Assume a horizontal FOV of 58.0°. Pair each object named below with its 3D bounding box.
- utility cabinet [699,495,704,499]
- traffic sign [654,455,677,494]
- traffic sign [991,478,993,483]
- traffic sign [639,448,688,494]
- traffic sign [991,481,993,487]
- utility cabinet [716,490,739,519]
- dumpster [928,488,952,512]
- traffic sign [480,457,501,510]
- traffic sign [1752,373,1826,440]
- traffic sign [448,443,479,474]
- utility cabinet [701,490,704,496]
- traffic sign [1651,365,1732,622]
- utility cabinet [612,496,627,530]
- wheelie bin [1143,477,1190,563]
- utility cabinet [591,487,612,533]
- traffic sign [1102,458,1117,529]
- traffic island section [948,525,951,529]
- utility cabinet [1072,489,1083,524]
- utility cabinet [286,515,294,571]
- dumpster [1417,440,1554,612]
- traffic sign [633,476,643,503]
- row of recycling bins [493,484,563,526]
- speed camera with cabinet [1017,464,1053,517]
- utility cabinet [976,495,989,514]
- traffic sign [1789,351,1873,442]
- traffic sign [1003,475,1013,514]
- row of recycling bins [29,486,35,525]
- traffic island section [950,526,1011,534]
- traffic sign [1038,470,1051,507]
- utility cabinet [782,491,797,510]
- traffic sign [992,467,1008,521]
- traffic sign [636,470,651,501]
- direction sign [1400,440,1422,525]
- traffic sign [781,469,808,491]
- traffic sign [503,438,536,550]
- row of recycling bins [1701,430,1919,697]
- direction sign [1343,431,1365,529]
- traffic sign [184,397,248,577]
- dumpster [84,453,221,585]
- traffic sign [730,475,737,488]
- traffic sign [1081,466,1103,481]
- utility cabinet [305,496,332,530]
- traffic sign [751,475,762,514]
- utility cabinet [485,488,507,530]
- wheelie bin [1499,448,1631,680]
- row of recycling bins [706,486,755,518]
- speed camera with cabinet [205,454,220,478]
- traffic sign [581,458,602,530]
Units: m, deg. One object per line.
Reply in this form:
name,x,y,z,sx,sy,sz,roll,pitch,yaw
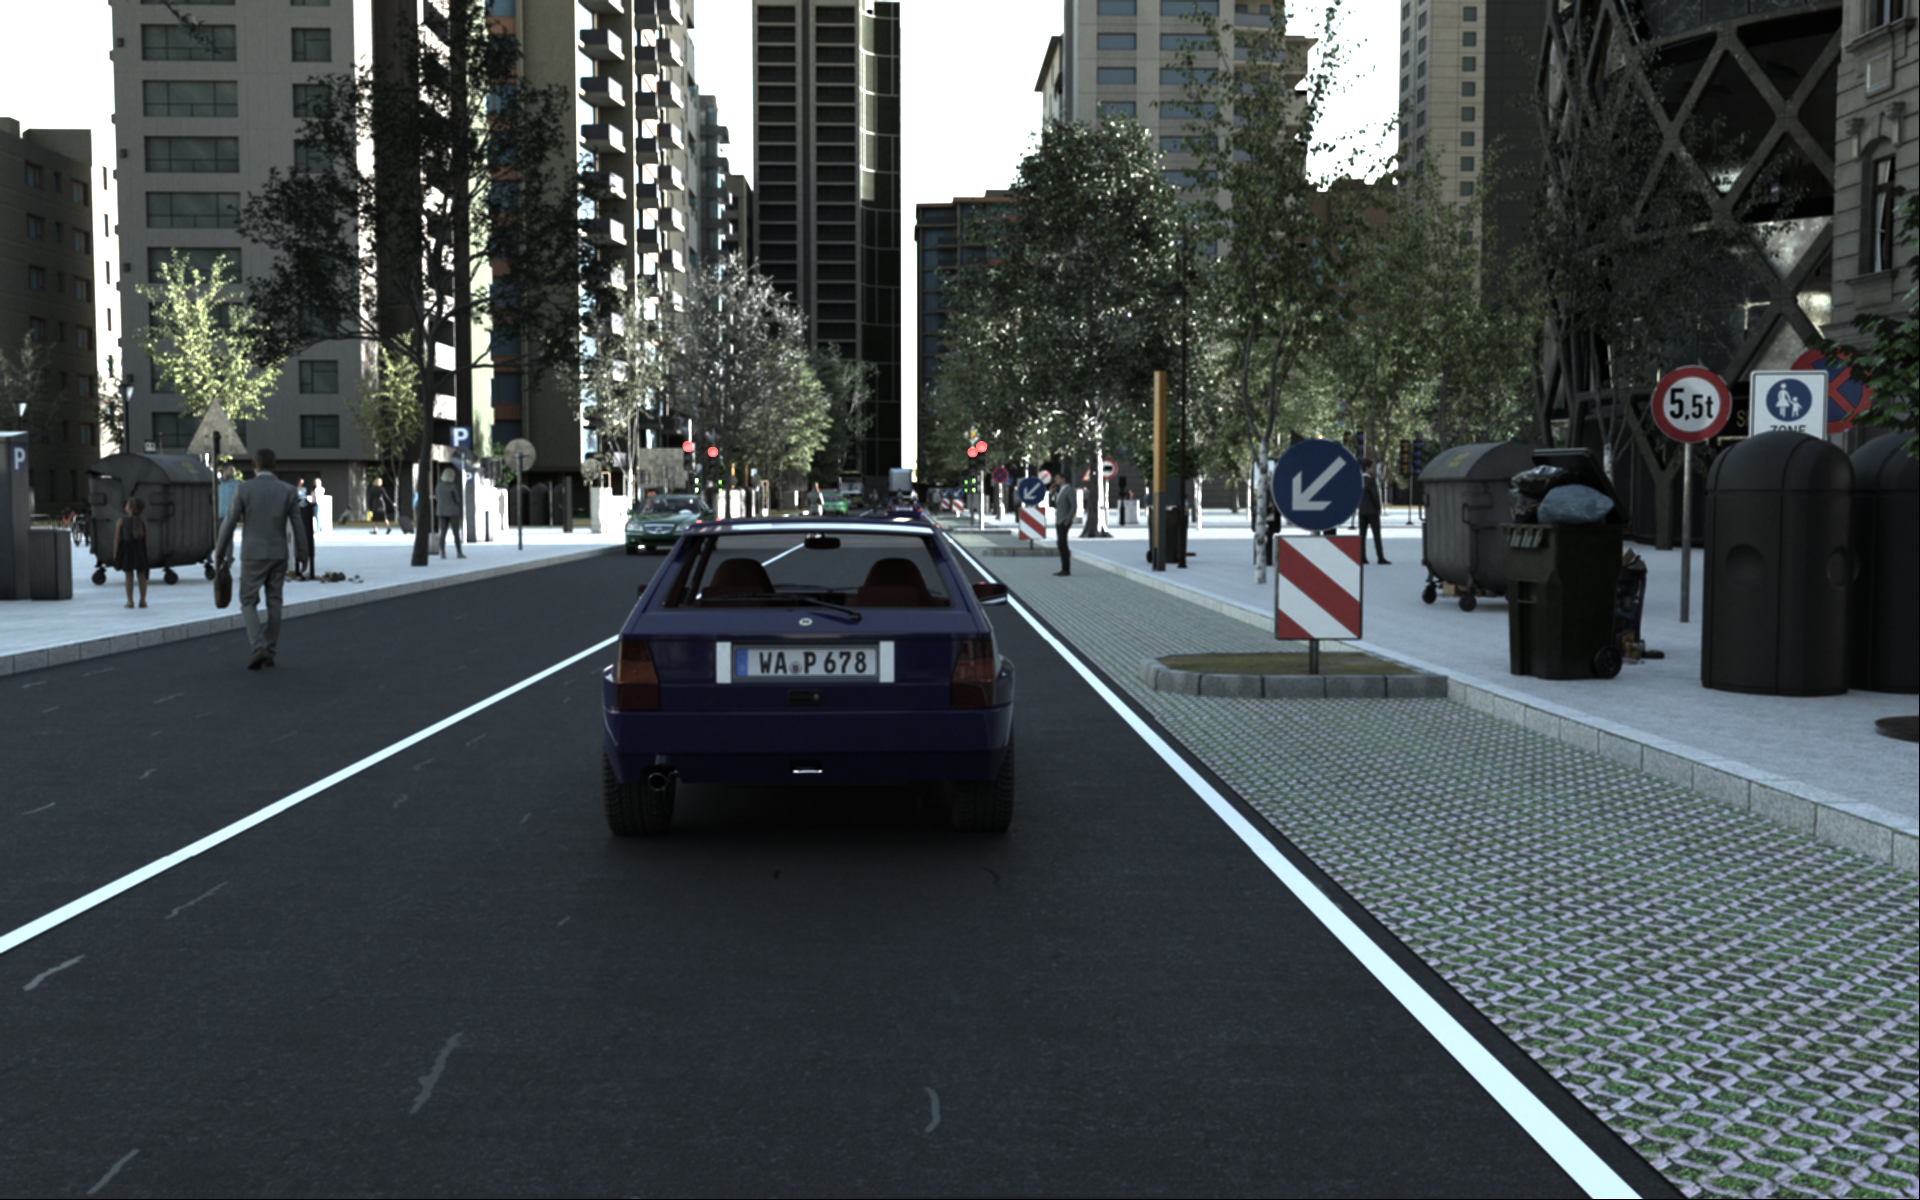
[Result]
utility cabinet,-12.974,-4.638,87.001,0.306,1.237,1.020,0,4,3
traffic sign,-9.708,-3.485,57.082,0.768,2.556,0.104,0,4,5
traffic sign,2.678,-7.845,128.370,0.768,2.556,0.104,0,4,3
traffic sign,-13.025,-5.039,76.262,2.265,3.308,0.079,0,4,4
traffic sign,2.584,-7.739,126.534,0.884,2.594,0.081,0,4,6
utility cabinet,-12.023,-4.957,89.725,1.173,1.500,0.318,-2,4,-32
dumpster,-1.431,-7.136,124.882,1.865,1.857,1.264,0,4,-1
traffic sign,-13.030,-2.811,48.083,0.606,2.300,0.079,0,4,5
traffic sign,6.862,-0.752,14.420,0.606,2.300,0.079,0,4,7
traffic sign,-12.811,-2.750,44.692,0.795,2.593,0.064,0,4,2
utility cabinet,-14.070,-5.460,97.945,1.173,1.500,0.318,2,4,24
traffic sign,7.259,-1.050,17.274,0.768,2.556,0.104,0,4,7
utility cabinet,-12.390,-3.120,62.177,1.020,1.237,0.306,-2,4,-32
wheelie bin,3.865,-1.493,32.316,0.980,1.594,0.693,2,4,29
utility cabinet,-11.728,-2.938,56.722,0.318,1.500,1.173,0,4,8
traffic sign,5.174,-3.738,61.229,0.768,2.556,0.104,0,4,7
traffic island section,0.525,-2.966,70.776,2.009,0.180,2.903,0,4,-2
utility cabinet,4.697,-3.922,72.811,0.318,1.500,1.173,-2,4,-30
utility cabinet,-11.315,-1.076,28.758,0.306,1.237,1.020,-1,4,-9
dumpster,6.021,-0.842,19.524,1.264,1.857,1.865,0,4,-2
traffic sign,-14.028,-4.688,76.648,0.884,2.594,0.081,0,4,4
row of recycling bins,-17.525,-3.894,70.785,3.534,1.692,1.069,1,4,12
speed camera with cabinet,4.195,-6.248,96.497,2.038,3.252,0.660,-2,4,-28
utility cabinet,1.497,-6.263,113.559,0.306,1.237,1.020,-3,5,-39
traffic sign,7.400,-0.901,14.834,0.768,2.556,0.104,0,4,3
traffic sign,3.108,-6.951,113.746,0.768,2.556,0.104,0,4,5
row of recycling bins,-38.804,-3.898,70.839,1.069,1.692,3.534,0,4,-8
traffic island section,0.783,-2.478,62.795,2.009,0.180,2.903,0,4,-2
traffic sign,4.489,-5.652,92.508,0.768,2.556,0.104,0,4,7
utility cabinet,-13.627,-7.948,138.629,1.173,1.500,0.318,1,4,20
traffic sign,1.879,-4.951,81.060,0.768,2.556,0.104,0,4,7
traffic sign,-13.545,-4.407,74.182,0.606,2.300,0.079,0,4,-1
direction sign,18.828,-4.917,72.386,0.876,3.537,0.379,1,4,11
traffic sign,-13.569,-9.030,141.509,2.265,3.308,0.079,0,4,1
traffic sign,-10.082,-2.418,39.643,0.768,2.556,0.104,0,4,6
row of recycling bins,6.686,-0.272,11.560,3.534,1.692,1.069,-1,4,-12
direction sign,14.271,-4.330,62.796,0.876,3.537,0.379,3,5,44
traffic sign,-9.934,-1.414,23.120,0.884,2.594,0.081,0,4,6
dumpster,-11.685,-1.183,25.106,1.264,1.857,1.865,0,4,-2
traffic sign,-15.171,-7.033,115.094,0.768,2.556,0.104,0,4,7
traffic sign,5.422,-4.361,71.312,0.884,2.594,0.081,0,4,1
utility cabinet,-22.746,-3.067,61.313,0.306,1.237,1.020,2,4,29
traffic sign,-13.397,-6.962,113.928,0.768,2.556,0.104,0,4,5
utility cabinet,-16.313,-3.167,60.464,0.318,1.500,1.173,2,4,26
wheelie bin,4.227,-0.259,12.148,0.693,1.594,0.980,-1,4,-19
row of recycling bins,-12.512,-5.355,94.665,1.069,1.692,3.534,3,4,36
speed camera with cabinet,-26.848,-4.029,60.209,2.038,3.252,0.660,-3,4,-39
traffic sign,-13.079,-3.748,61.385,0.768,2.556,0.104,0,4,6
